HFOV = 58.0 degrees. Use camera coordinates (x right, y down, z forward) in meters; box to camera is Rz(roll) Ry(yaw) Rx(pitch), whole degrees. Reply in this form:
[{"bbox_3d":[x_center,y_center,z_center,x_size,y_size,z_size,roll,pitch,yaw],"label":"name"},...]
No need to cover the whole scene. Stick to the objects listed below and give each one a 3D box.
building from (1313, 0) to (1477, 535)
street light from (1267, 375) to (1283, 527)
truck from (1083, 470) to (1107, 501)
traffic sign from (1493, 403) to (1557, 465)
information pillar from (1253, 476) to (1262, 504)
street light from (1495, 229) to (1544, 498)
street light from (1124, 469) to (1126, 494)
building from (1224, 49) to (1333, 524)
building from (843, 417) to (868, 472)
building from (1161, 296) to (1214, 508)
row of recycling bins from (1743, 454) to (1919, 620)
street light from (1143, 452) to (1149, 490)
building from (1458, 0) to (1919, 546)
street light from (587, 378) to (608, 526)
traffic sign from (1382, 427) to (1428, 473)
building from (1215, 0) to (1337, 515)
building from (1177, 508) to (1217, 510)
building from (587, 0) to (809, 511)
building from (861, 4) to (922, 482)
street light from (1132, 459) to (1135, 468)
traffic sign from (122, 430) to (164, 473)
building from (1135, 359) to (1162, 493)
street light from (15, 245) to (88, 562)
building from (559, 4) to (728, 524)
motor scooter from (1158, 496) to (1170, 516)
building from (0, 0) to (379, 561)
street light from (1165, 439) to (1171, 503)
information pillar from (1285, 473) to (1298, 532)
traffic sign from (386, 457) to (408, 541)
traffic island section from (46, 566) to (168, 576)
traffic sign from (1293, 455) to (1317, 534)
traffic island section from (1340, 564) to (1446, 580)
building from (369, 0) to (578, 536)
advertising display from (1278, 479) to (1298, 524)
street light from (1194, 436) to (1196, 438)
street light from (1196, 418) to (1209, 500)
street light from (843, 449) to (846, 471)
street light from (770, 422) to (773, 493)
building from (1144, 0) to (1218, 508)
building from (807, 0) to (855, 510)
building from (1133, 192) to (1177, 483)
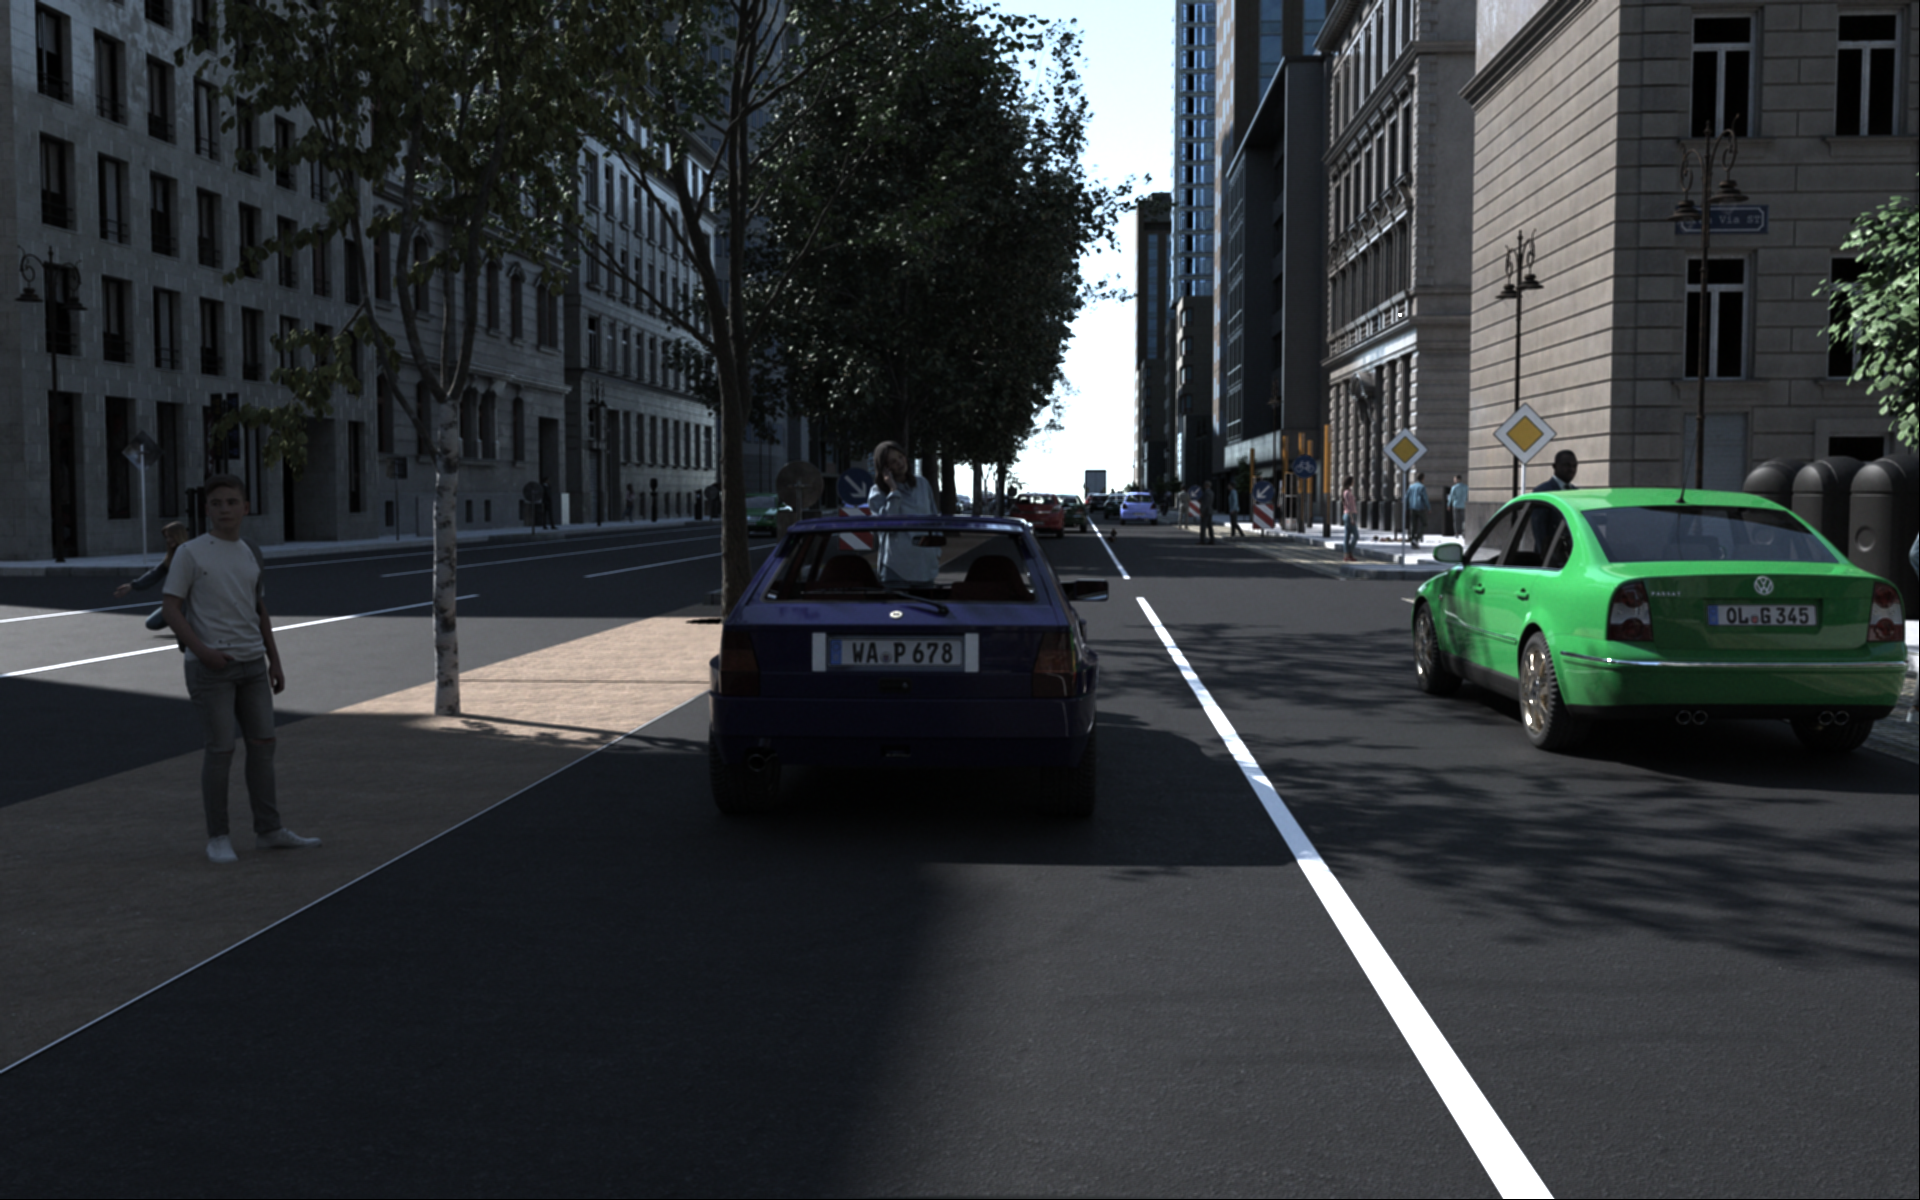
[{"bbox_3d":[19.695,-14.318,62.979,11.050,23.489,19.941,0,4,4],"label":"building"},{"bbox_3d":[12.214,-5.779,67.272,0.468,5.910,1.993,0,4,4],"label":"street light"},{"bbox_3d":[15.873,-13.120,203.432,2.839,4.237,11.283,0,4,4],"label":"truck"},{"bbox_3d":[7.224,-1.220,22.140,0.795,2.593,0.064,0,4,4],"label":"traffic sign"},{"bbox_3d":[12.422,-4.153,72.387,0.304,2.012,0.304,0,4,-7],"label":"information pillar"},{"bbox_3d":[9.800,-3.528,30.472,0.468,5.910,1.993,0,4,4],"label":"street light"},{"bbox_3d":[25.070,-17.784,263.561,0.468,5.910,1.993,0,4,4],"label":"street light"},{"bbox_3d":[22.048,-16.502,88.870,14.314,24.678,30.058,0,4,4],"label":"building"},{"bbox_3d":[-16.925,-31.933,172.212,14.600,45.320,14.200,0,4,4],"label":"building"},{"bbox_3d":[34.125,-19.549,164.670,27.650,21.520,28.899,0,4,4],"label":"building"},{"bbox_3d":[9.693,-0.691,18.411,1.069,1.692,3.534,-1,4,-16],"label":"row of recycling bins"},{"bbox_3d":[20.238,-13.280,189.922,0.468,5.910,1.993,0,4,4],"label":"street light"},{"bbox_3d":[24.261,-14.583,35.696,25.104,27.353,12.463,0,4,4],"label":"building"},{"bbox_3d":[-14.451,-5.895,69.166,0.468,5.910,1.993,0,4,4],"label":"street light"},{"bbox_3d":[7.745,-1.707,30.108,0.795,2.593,0.064,0,4,4],"label":"traffic sign"},{"bbox_3d":[23.953,-28.231,111.684,14.600,45.320,14.200,0,4,4],"label":"building"},{"bbox_3d":[29.147,-50.176,133.053,22.319,86.520,31.000,0,4,4],"label":"building"},{"bbox_3d":[-23.243,-35.432,121.313,21.231,58.520,28.212,0,4,4],"label":"building"},{"bbox_3d":[-15.936,-56.524,236.843,22.319,86.520,31.000,0,4,4],"label":"building"},{"bbox_3d":[22.637,-15.514,226.441,0.468,5.910,1.993,0,4,4],"label":"street light"},{"bbox_3d":[-14.900,-1.799,31.602,0.795,2.593,0.064,0,4,4],"label":"traffic sign"},{"bbox_3d":[38.205,-23.830,234.660,27.650,21.520,28.899,0,4,4],"label":"building"},{"bbox_3d":[-16.938,-3.648,32.429,0.468,5.910,1.993,0,4,4],"label":"street light"},{"bbox_3d":[-22.603,-15.627,88.789,16.112,22.955,30.059,0,4,4],"label":"building"},{"bbox_3d":[13.483,-6.216,114.413,0.815,1.314,1.986,0,4,3],"label":"motor scooter"},{"bbox_3d":[-22.441,-11.403,41.188,10.420,20.320,16.860,0,4,4],"label":"building"},{"bbox_3d":[17.275,-10.501,144.486,0.468,5.910,1.993,0,4,4],"label":"street light"},{"bbox_3d":[11.322,-3.345,59.189,0.304,2.012,0.304,-2,4,-32],"label":"information pillar"},{"bbox_3d":[-15.512,-2.789,47.729,0.606,2.300,0.079,0,4,7],"label":"traffic sign"},{"bbox_3d":[-14.924,-0.574,31.671,2.009,0.180,2.903,0,4,4],"label":"traffic island section"},{"bbox_3d":[11.160,-3.426,56.128,0.768,2.556,0.104,1,4,13],"label":"traffic sign"},{"bbox_3d":[7.769,-0.484,30.189,2.009,0.180,2.903,0,4,4],"label":"traffic island section"},{"bbox_3d":[-23.328,-16.747,61.207,14.401,28.519,23.554,0,4,4],"label":"building"},{"bbox_3d":[14.230,-4.249,74.692,0.974,1.923,0.123,1,4,18],"label":"advertising display"},{"bbox_3d":[14.857,-8.271,108.015,0.468,5.910,1.993,0,4,4],"label":"street light"},{"bbox_3d":[14.567,-7.998,103.555,0.468,5.910,1.993,0,4,4],"label":"street light"},{"bbox_3d":[-9.565,-10.540,145.118,0.468,5.910,1.993,0,4,4],"label":"street light"},{"bbox_3d":[-11.915,-8.311,108.671,0.468,5.910,1.993,0,4,4],"label":"street light"},{"bbox_3d":[33.616,-54.436,202.706,22.319,86.520,31.000,0,4,4],"label":"building"},{"bbox_3d":[-20.912,-30.329,150.504,22.147,44.769,28.867,0,4,4],"label":"building"},{"bbox_3d":[32.826,-37.048,255.838,14.600,45.320,14.200,0,4,4],"label":"building"}]
